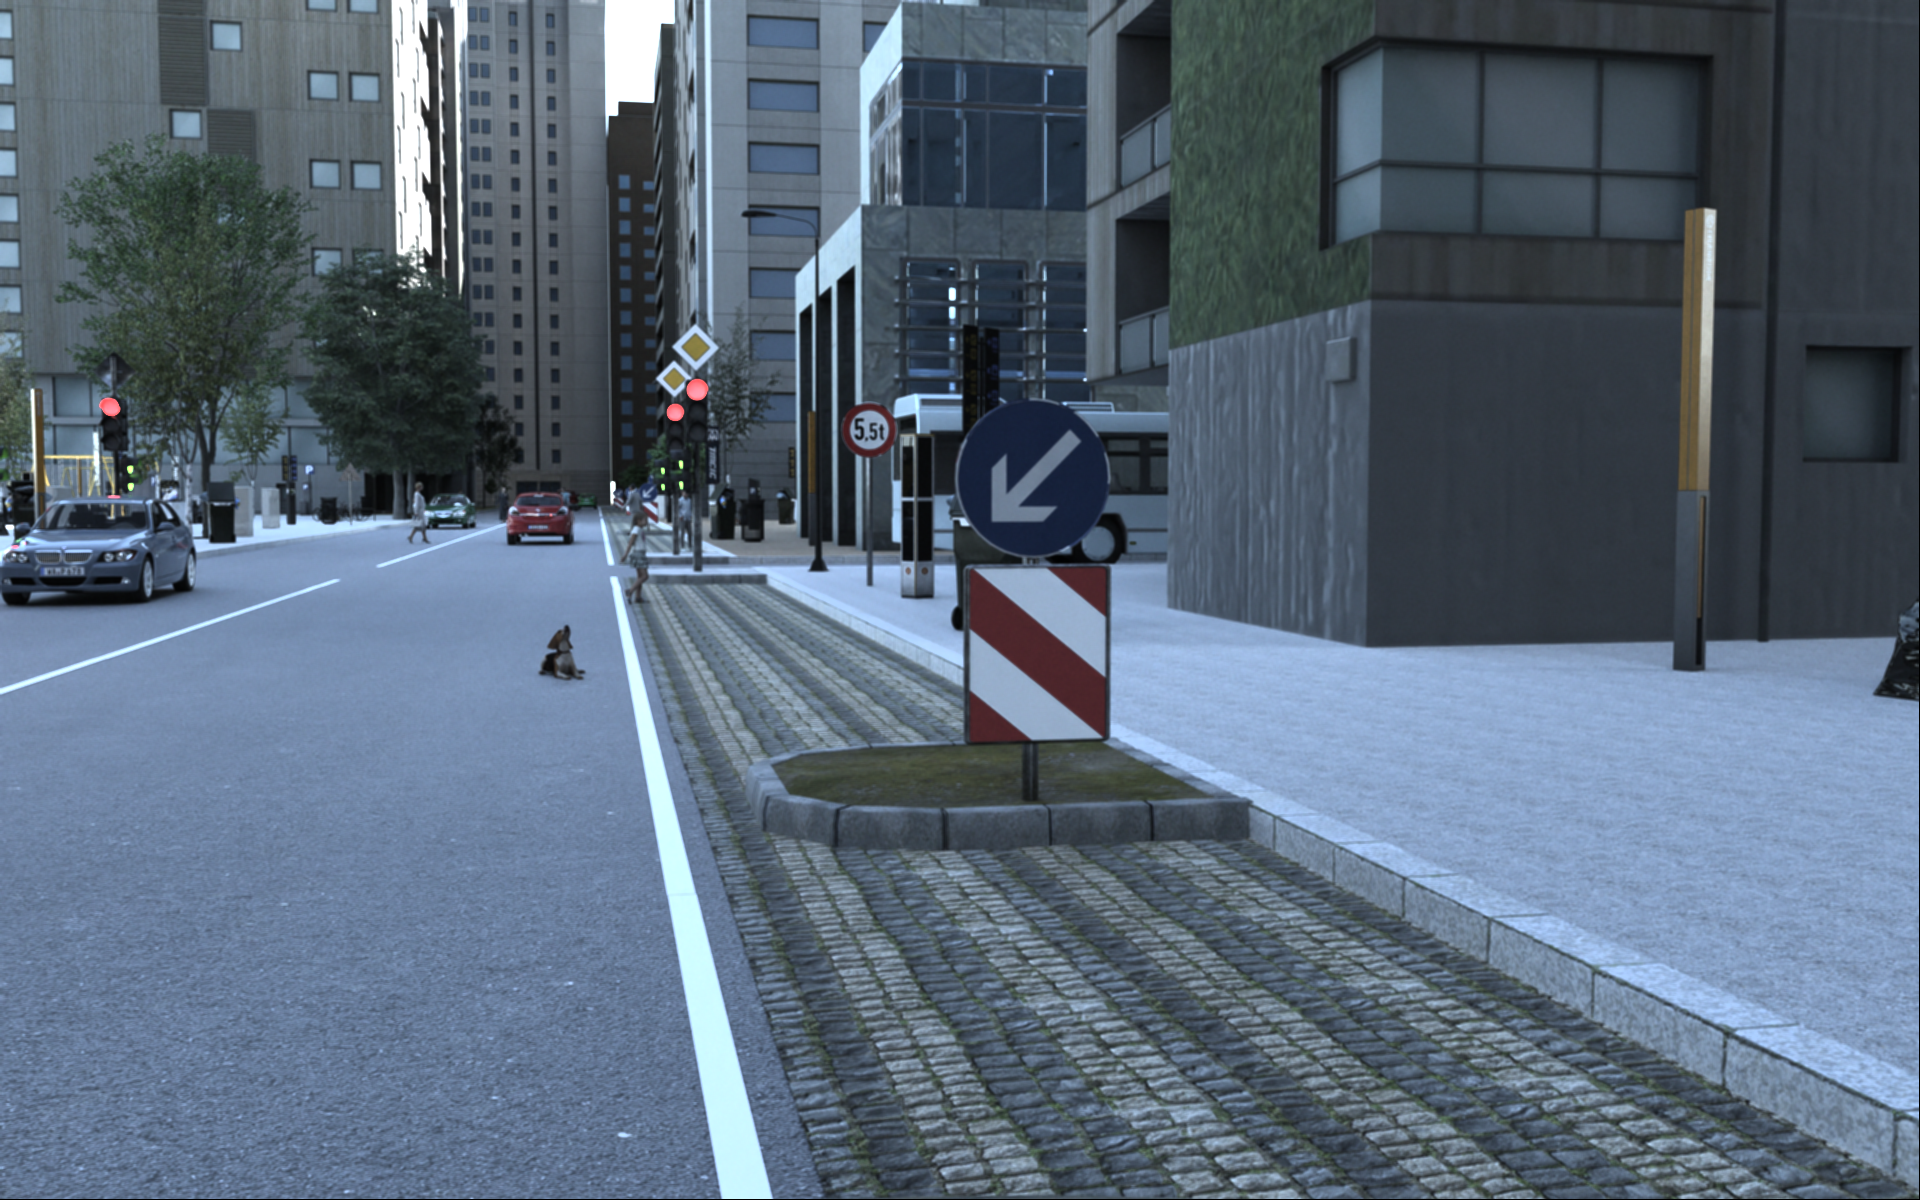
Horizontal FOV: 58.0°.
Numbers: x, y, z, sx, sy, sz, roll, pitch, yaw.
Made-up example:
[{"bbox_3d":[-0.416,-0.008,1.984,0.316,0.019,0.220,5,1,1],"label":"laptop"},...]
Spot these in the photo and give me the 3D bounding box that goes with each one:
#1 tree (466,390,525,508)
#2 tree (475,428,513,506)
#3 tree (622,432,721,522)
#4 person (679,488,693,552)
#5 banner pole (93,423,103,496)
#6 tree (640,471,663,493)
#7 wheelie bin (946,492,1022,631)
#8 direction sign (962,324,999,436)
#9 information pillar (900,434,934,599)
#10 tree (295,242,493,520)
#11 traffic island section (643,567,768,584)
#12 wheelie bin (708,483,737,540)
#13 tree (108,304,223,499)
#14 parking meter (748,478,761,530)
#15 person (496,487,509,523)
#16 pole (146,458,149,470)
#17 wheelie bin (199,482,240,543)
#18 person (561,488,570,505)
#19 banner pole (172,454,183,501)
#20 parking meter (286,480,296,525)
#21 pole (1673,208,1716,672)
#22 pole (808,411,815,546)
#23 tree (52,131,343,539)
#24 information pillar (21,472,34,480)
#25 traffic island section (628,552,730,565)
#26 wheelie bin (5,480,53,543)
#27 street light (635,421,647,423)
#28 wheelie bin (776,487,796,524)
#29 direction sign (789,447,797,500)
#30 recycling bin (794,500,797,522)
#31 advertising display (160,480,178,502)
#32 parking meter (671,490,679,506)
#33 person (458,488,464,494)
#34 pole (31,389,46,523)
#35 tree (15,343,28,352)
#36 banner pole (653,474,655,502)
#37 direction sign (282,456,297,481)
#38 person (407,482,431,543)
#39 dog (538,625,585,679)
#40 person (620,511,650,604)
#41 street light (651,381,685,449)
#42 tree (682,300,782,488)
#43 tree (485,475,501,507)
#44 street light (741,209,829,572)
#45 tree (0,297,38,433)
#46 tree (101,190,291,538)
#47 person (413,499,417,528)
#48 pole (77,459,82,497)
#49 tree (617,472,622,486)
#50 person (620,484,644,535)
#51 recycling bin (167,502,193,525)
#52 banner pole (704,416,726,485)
[{"bbox_3d":[-42.345,-13.484,154.869,8.767,10.594,7.601,3,5,44],"label":"tree"},{"bbox_3d":[-47.705,-13.907,177.737,4.737,8.622,4.395,0,3,0],"label":"tree"},{"bbox_3d":[-12.694,-5.855,79.436,4.285,4.588,4.351,0,3,0],"label":"tree"},{"bbox_3d":[-6.799,-1.987,42.806,0.589,1.601,0.330,-3,5,-42],"label":"person"},{"bbox_3d":[-30.308,-4.338,60.951,0.863,3.779,0.401,3,5,44],"label":"banner pole"},{"bbox_3d":[-24.876,-8.825,138.897,1.663,3.219,1.824,0,3,0],"label":"tree"},{"bbox_3d":[0.310,-0.514,16.304,0.980,1.594,0.693,2,4,29],"label":"wheelie bin"},{"bbox_3d":[0.285,-1.929,23.536,0.379,3.537,0.876,2,4,33],"label":"direction sign"},{"bbox_3d":[-0.525,-1.030,21.336,0.304,2.012,0.304,-3,5,-40],"label":"information pillar"},{"bbox_3d":[-28.189,-10.991,86.350,9.857,13.997,8.962,0,3,0],"label":"tree"},{"bbox_3d":[-4.330,-0.395,28.743,2.009,0.180,2.903,-1,4,-12],"label":"traffic island section"},{"bbox_3d":[-6.721,-2.519,49.096,0.693,1.594,0.980,-2,4,-31],"label":"wheelie bin"},{"bbox_3d":[-30.544,-7.075,66.031,4.360,8.622,3.978,0,3,0],"label":"tree"},{"bbox_3d":[-7.363,-3.448,62.080,0.399,1.863,0.255,1,4,17],"label":"parking meter"},{"bbox_3d":[-22.729,-4.721,86.116,0.576,1.772,0.534,-3,4,-38],"label":"person"},{"bbox_3d":[-43.905,-6.109,93.725,0.158,3.312,0.155,0,3,0],"label":"pole"},{"bbox_3d":[-19.460,-2.300,45.520,0.980,1.594,0.693,-2,4,-30],"label":"wheelie bin"},{"bbox_3d":[-23.825,-5.876,104.599,0.660,1.820,0.620,1,4,17],"label":"person"},{"bbox_3d":[-43.644,-6.526,96.711,0.863,3.779,0.401,1,4,13],"label":"banner pole"},{"bbox_3d":[-27.989,-4.083,72.465,0.255,1.863,0.399,-3,5,-44],"label":"parking meter"},{"bbox_3d":[5.306,-1.141,12.506,0.158,3.312,0.155,0,3,0],"label":"pole"},{"bbox_3d":[-3.655,-2.991,42.752,0.158,3.312,0.155,0,3,0],"label":"pole"},{"bbox_3d":[-21.688,-7.579,49.670,9.928,11.665,9.643,0,3,0],"label":"tree"},{"bbox_3d":[-31.097,-3.262,57.825,0.304,2.012,0.304,-1,4,-14],"label":"information pillar"},{"bbox_3d":[-5.971,-0.873,36.558,2.009,0.180,2.903,-1,4,-12],"label":"traffic island section"},{"bbox_3d":[-21.521,-1.966,40.051,0.980,1.594,0.693,-2,4,-26],"label":"wheelie bin"},{"bbox_3d":[-19.925,-8.405,109.964,1.470,5.913,1.316,-1,4,-12],"label":"street light"},{"bbox_3d":[-7.409,-4.019,73.620,0.693,1.594,0.980,1,4,13],"label":"wheelie bin"},{"bbox_3d":[-7.948,-5.622,83.920,0.379,3.537,0.876,3,5,44],"label":"direction sign"},{"bbox_3d":[-7.208,-4.039,78.597,0.722,1.027,0.722,-3,5,-43],"label":"recycling bin"},{"bbox_3d":[-37.077,-4.648,81.201,0.123,1.923,0.974,2,4,24],"label":"advertising display"},{"bbox_3d":[-13.686,-4.570,83.137,0.372,1.533,0.369,0,3,0],"label":"parking meter"},{"bbox_3d":[-30.749,-5.998,106.905,0.599,1.781,0.374,-1,4,-13],"label":"person"},{"bbox_3d":[-17.917,-2.438,33.703,0.158,3.312,0.155,0,3,0],"label":"pole"},{"bbox_3d":[-44.436,-7.923,79.905,4.737,8.622,4.395,0,3,0],"label":"tree"},{"bbox_3d":[-17.486,-6.663,98.960,0.401,3.779,0.863,0,4,-5],"label":"banner pole"},{"bbox_3d":[-39.497,-6.734,102.090,0.876,3.537,0.379,0,4,3],"label":"direction sign"},{"bbox_3d":[-15.773,-2.543,50.432,0.624,1.780,0.694,0,4,-1],"label":"person"},{"bbox_3d":[-3.101,0.395,13.734,0.550,0.427,0.748,1,4,16],"label":"dog"},{"bbox_3d":[-4.252,-0.561,22.683,0.382,1.210,0.505,0,4,-7],"label":"person"},{"bbox_3d":[-11.869,-6.030,71.139,1.470,5.913,1.316,-1,4,-12],"label":"street light"},{"bbox_3d":[-8.919,-7.103,66.494,4.360,8.622,3.978,0,3,0],"label":"tree"},{"bbox_3d":[-46.500,-10.855,172.085,1.663,3.219,1.824,0,3,0],"label":"tree"},{"bbox_3d":[-2.883,-3.424,28.528,1.470,5.913,1.316,-1,4,-12],"label":"street light"},{"bbox_3d":[-36.354,-6.977,64.429,4.360,8.622,3.978,0,3,0],"label":"tree"},{"bbox_3d":[-18.955,-5.628,42.380,4.737,8.622,4.395,0,3,0],"label":"tree"},{"bbox_3d":[-22.660,-3.603,72.099,0.352,1.250,0.332,3,5,42],"label":"person"},{"bbox_3d":[-50.977,-6.510,100.288,0.158,3.312,0.155,0,3,0],"label":"pole"},{"bbox_3d":[-31.315,-11.251,167.668,4.285,4.588,4.351,0,3,0],"label":"tree"},{"bbox_3d":[-11.124,-3.080,59.132,0.850,1.792,0.678,2,4,29],"label":"person"},{"bbox_3d":[-25.339,-2.657,55.999,0.722,1.027,0.722,2,4,33],"label":"recycling bin"},{"bbox_3d":[-7.813,-4.026,55.846,0.863,3.779,0.401,0,4,-1],"label":"banner pole"}]
